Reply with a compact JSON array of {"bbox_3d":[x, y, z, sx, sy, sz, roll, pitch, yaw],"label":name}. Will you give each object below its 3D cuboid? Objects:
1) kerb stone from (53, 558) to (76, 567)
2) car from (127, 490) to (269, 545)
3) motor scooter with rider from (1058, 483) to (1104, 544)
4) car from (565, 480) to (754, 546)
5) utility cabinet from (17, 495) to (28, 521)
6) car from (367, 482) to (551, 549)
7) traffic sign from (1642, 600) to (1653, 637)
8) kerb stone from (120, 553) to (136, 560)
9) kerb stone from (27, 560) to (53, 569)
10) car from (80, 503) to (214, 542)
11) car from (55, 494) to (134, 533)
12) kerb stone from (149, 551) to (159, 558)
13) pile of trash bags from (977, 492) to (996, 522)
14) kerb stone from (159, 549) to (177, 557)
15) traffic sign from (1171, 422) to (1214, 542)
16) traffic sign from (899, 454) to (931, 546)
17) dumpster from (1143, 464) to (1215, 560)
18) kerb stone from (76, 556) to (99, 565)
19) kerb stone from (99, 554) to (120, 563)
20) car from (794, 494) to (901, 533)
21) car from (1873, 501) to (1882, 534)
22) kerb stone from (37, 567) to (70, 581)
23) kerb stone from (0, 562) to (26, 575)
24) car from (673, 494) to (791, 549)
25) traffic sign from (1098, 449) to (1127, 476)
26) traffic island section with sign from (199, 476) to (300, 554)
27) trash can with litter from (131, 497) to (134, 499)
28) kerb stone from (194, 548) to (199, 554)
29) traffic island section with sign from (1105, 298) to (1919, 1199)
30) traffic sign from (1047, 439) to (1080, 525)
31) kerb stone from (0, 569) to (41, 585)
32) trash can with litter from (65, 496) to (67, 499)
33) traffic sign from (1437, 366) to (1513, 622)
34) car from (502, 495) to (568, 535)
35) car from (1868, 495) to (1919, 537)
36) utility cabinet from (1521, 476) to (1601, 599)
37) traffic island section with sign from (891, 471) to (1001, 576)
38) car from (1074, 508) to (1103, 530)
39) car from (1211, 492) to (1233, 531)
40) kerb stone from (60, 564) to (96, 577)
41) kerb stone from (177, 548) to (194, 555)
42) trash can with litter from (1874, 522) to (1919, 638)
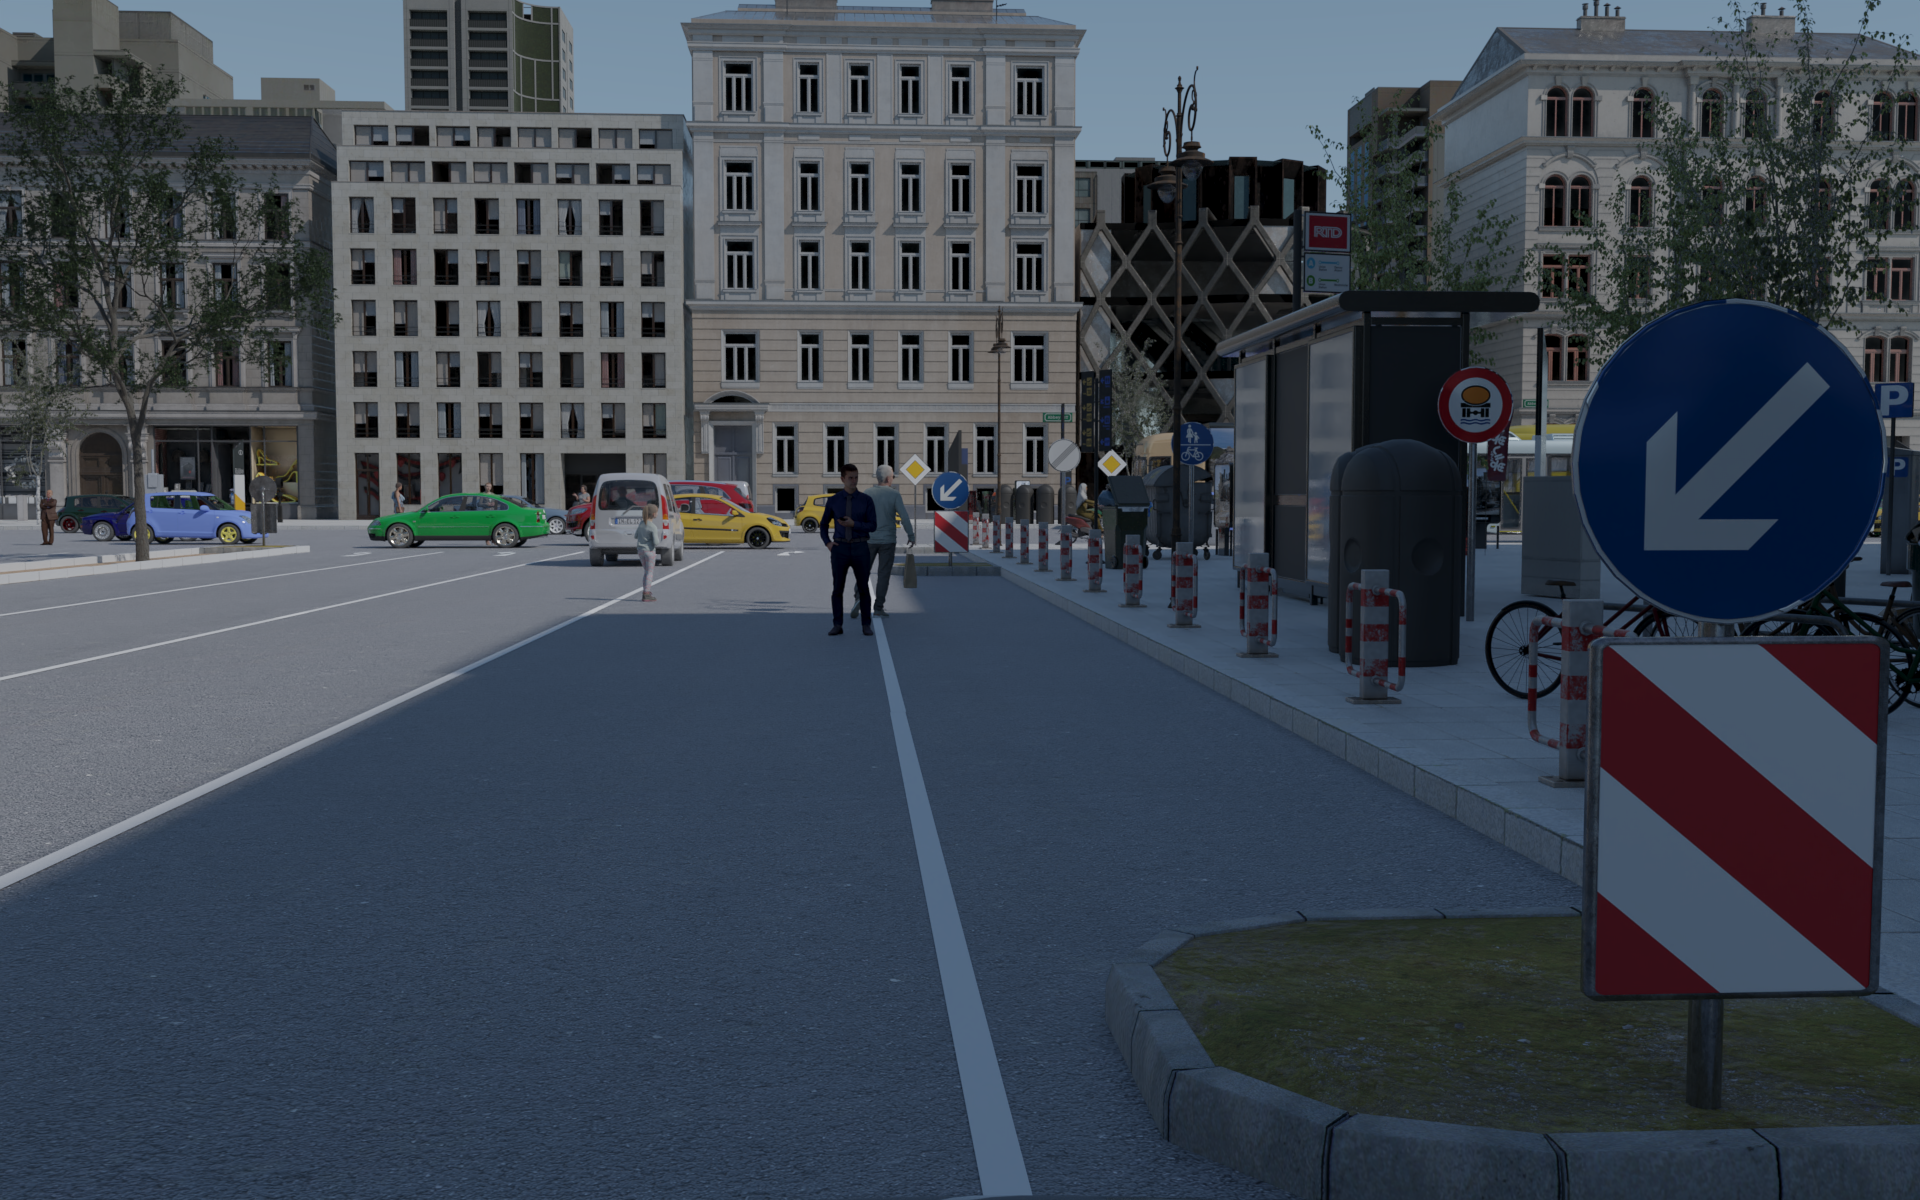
[{"bbox_3d":[-17.723,-0.727,34.080,0.120,0.150,1.000,0,4,-4],"label":"kerb stone"},{"bbox_3d":[-21.771,-2.444,49.553,3.694,1.707,1.945,0,4,-4],"label":"car"},{"bbox_3d":[3.774,-2.473,49.401,1.986,1.779,0.876,0,4,-5],"label":"motor scooter with rider"},{"bbox_3d":[-8.372,-2.443,48.614,5.304,1.827,2.281,0,4,-5],"label":"car"},{"bbox_3d":[-44.712,-4.368,82.572,0.306,1.237,1.020,-1,4,-19],"label":"utility cabinet"},{"bbox_3d":[-13.409,-2.299,46.383,4.718,1.807,1.959,0,4,-5],"label":"car"},{"bbox_3d":[5.816,-0.885,14.578,0.768,2.556,0.104,0,4,-3],"label":"traffic sign"},{"bbox_3d":[-17.929,-0.917,37.185,0.120,0.150,1.000,0,4,-4],"label":"kerb stone"},{"bbox_3d":[-17.651,-0.656,33.057,0.120,0.150,1.000,0,4,-4],"label":"kerb stone"},{"bbox_3d":[-24.654,-2.471,52.974,3.894,1.354,1.945,0,4,-3],"label":"car"},{"bbox_3d":[-31.163,-3.316,64.009,4.222,1.686,2.009,0,4,-4],"label":"car"},{"bbox_3d":[-17.987,-0.980,38.216,0.120,0.150,1.000,0,4,-4],"label":"kerb stone"},{"bbox_3d":[1.318,-4.333,80.604,1.912,1.369,3.447,1,4,17],"label":"pile of trash bags"},{"bbox_3d":[-18.061,-1.043,39.243,0.120,0.150,1.000,0,4,-4],"label":"kerb stone"},{"bbox_3d":[4.100,-1.870,30.679,0.768,2.556,0.104,0,4,-3],"label":"traffic sign"},{"bbox_3d":[-1.111,-2.405,42.972,0.795,2.450,0.064,0,4,-4],"label":"traffic sign"},{"bbox_3d":[4.297,-1.747,34.328,1.264,1.857,1.865,0,4,-4],"label":"dumpster"},{"bbox_3d":[-17.787,-0.786,35.110,0.120,0.150,1.000,0,4,-4],"label":"kerb stone"},{"bbox_3d":[-17.862,-0.850,36.146,0.120,0.150,1.000,0,4,-4],"label":"kerb stone"},{"bbox_3d":[-4.161,-3.294,64.083,3.980,1.641,2.015,0,4,-5],"label":"car"},{"bbox_3d":[30.962,-3.123,59.861,4.718,1.807,1.959,0,4,-4],"label":"car"},{"bbox_3d":[-15.297,-0.422,29.114,0.120,0.150,1.000,0,4,-4],"label":"kerb stone"},{"bbox_3d":[-17.596,-0.602,32.032,0.120,0.150,1.000,0,4,-4],"label":"kerb stone"},{"bbox_3d":[-6.449,-2.157,45.498,3.980,1.641,2.015,0,4,-3],"label":"car"},{"bbox_3d":[3.855,-2.625,44.099,0.795,2.450,0.064,0,4,5],"label":"traffic sign"},{"bbox_3d":[-17.199,-2.087,42.251,2.006,1.907,1.989,0,4,-4],"label":"traffic island section with sign"},{"bbox_3d":[-34.358,-3.693,71.767,0.624,1.170,1.055,-2,4,-24],"label":"trash can with litter"},{"bbox_3d":[-18.191,-1.164,41.300,0.120,0.150,1.000,0,4,-4],"label":"kerb stone"},{"bbox_3d":[1.415,0.265,4.302,1.989,1.847,2.006,0,4,-4],"label":"traffic island section with sign"},{"bbox_3d":[2.395,-2.443,40.049,0.768,2.556,0.104,0,4,-1],"label":"traffic sign"},{"bbox_3d":[-15.239,-0.360,28.089,0.120,0.150,1.000,0,4,-4],"label":"kerb stone"},{"bbox_3d":[-40.941,-4.210,79.899,1.678,1.210,2.233,-1,4,-15],"label":"trash can with litter"},{"bbox_3d":[5.144,-1.057,17.388,0.768,2.556,0.104,0,4,-3],"label":"traffic sign"},{"bbox_3d":[-15.763,-3.034,61.608,4.499,1.417,2.014,0,4,-5],"label":"car"},{"bbox_3d":[31.874,-2.882,57.336,3.980,1.641,2.015,0,4,-2],"label":"car"},{"bbox_3d":[7.419,-0.776,21.360,0.318,1.500,1.173,-1,4,-17],"label":"utility cabinet"},{"bbox_3d":[-0.317,-1.384,31.262,1.989,1.847,2.006,0,4,-4],"label":"traffic island section with sign"},{"bbox_3d":[6.452,-3.086,62.258,4.920,1.459,2.131,0,4,-2],"label":"car"},{"bbox_3d":[8.735,-2.991,58.492,3.694,1.707,1.945,0,4,-2],"label":"car"},{"bbox_3d":[-15.367,-0.486,30.137,0.120,0.150,1.000,0,4,-4],"label":"kerb stone"},{"bbox_3d":[-18.125,-1.106,40.276,0.120,0.150,1.000,0,4,-4],"label":"kerb stone"},{"bbox_3d":[8.621,-0.254,15.542,0.624,1.170,1.055,0,4,-5],"label":"trash can with litter"}]
